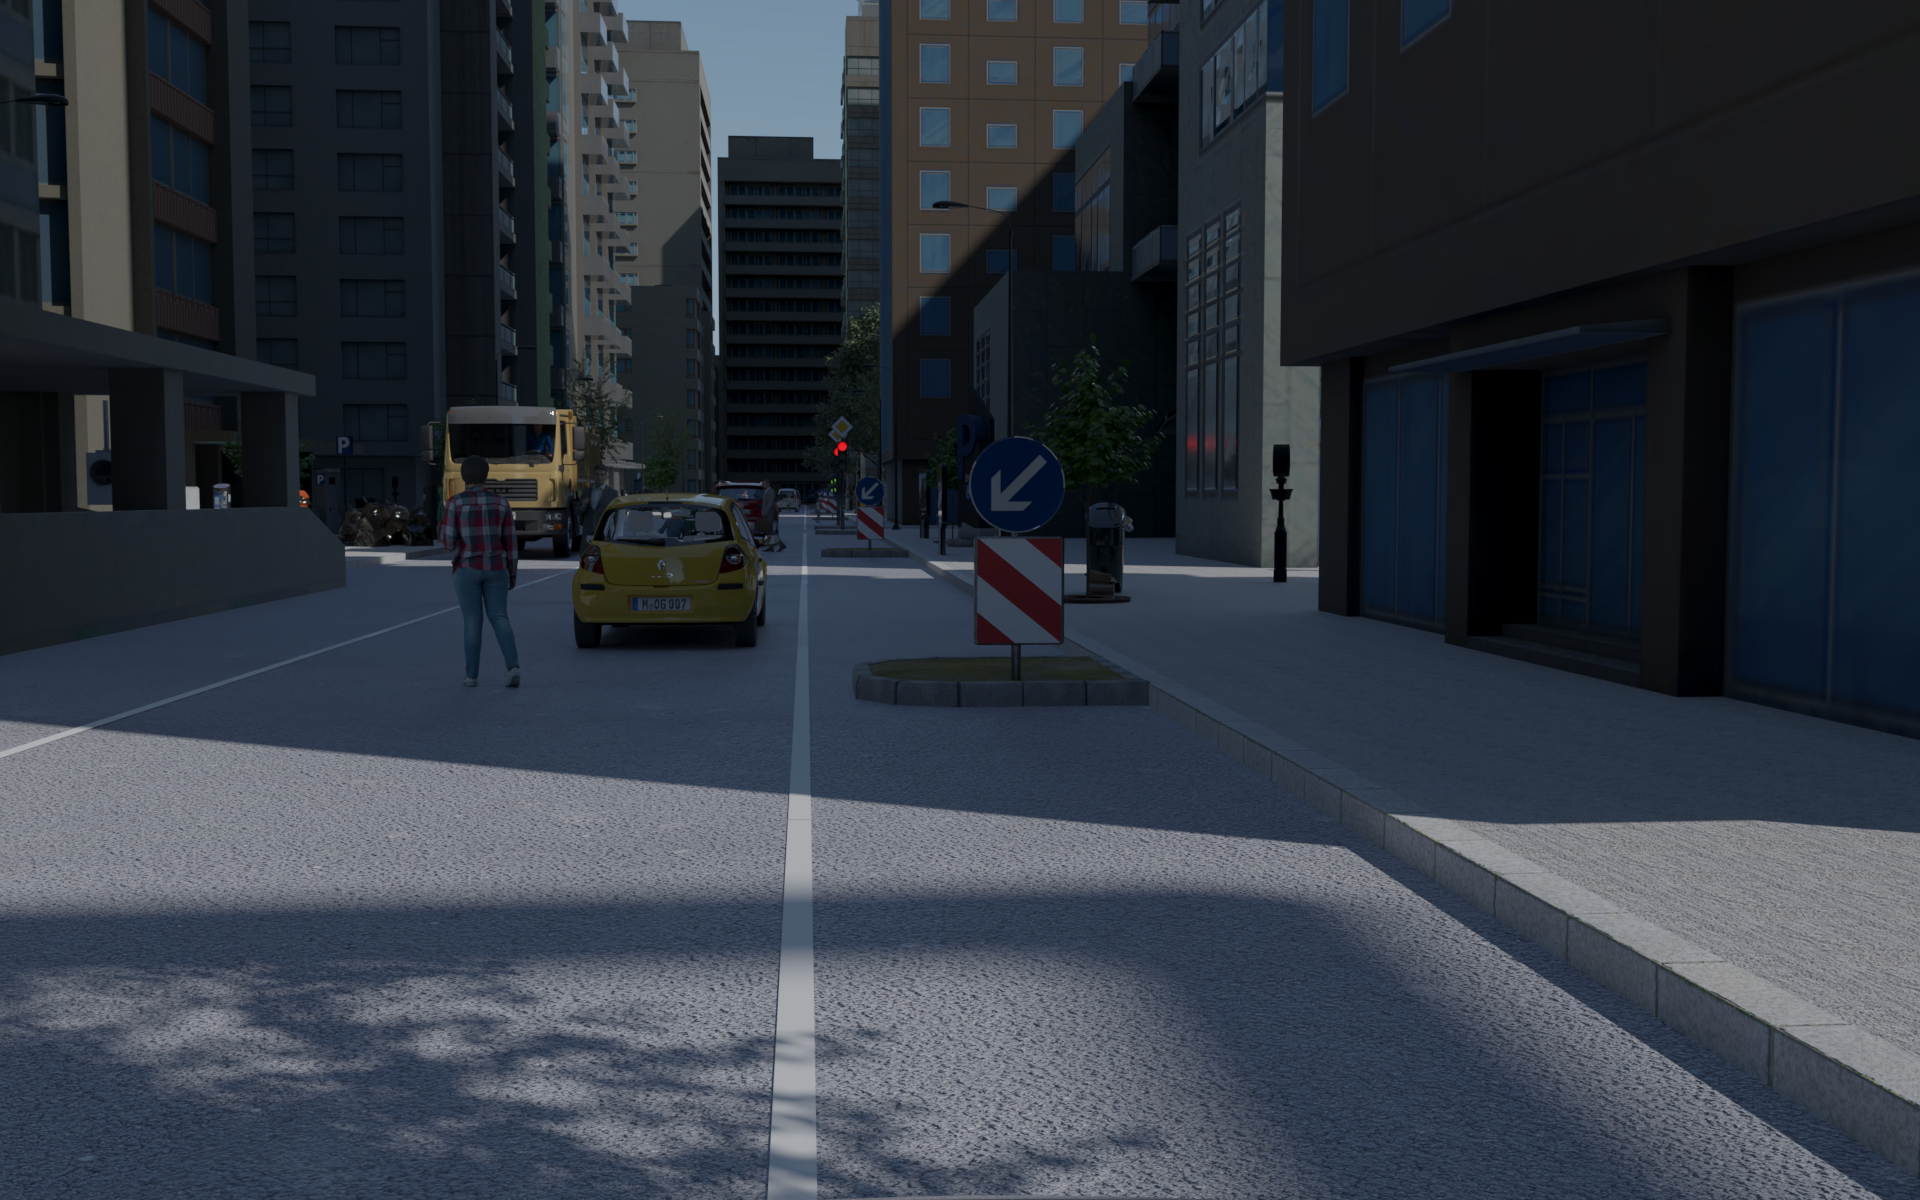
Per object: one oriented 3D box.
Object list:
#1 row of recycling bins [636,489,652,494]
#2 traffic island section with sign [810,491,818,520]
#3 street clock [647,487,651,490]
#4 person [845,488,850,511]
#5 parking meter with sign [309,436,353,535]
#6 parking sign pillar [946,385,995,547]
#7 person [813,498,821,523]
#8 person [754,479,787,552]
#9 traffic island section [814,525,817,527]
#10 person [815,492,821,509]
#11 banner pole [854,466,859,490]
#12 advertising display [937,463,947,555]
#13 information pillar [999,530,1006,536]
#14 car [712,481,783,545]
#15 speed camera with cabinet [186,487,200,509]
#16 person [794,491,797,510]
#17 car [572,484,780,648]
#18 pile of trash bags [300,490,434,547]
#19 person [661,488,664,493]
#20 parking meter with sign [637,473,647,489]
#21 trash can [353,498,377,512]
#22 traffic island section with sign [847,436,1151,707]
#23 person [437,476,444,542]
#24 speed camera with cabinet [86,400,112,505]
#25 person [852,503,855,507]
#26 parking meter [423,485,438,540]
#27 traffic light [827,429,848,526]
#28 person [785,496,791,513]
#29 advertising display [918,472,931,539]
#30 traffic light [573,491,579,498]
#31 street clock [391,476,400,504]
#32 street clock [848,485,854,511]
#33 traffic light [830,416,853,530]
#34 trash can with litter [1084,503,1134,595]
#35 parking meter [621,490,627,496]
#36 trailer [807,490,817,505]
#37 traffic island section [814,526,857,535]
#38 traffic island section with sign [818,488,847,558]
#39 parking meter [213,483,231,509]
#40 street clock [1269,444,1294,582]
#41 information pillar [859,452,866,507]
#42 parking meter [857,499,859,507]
[{"bbox_3d":[-24.090,-7.625,131.781,1.069,1.692,3.534,0,4,-2],"label":"row of recycling bins"},{"bbox_3d":[-7.133,-5.299,95.271,1.989,1.847,2.006,0,4,-5],"label":"traffic island section with sign"},{"bbox_3d":[-24.267,-8.023,135.753,0.471,2.002,0.358,2,4,27],"label":"street clock"},{"bbox_3d":[-8.636,-7.687,132.270,0.362,1.759,0.519,-2,4,-26],"label":"person"},{"bbox_3d":[-18.741,-3.365,51.285,0.543,3.016,1.738,1,4,18],"label":"parking meter with sign"},{"bbox_3d":[0.390,-3.294,42.328,1.447,3.967,1.447,-2,4,-23],"label":"parking sign pillar"},{"bbox_3d":[-7.170,-4.475,86.687,0.382,1.210,0.505,-1,4,-10],"label":"person"},{"bbox_3d":[-4.761,-2.107,43.067,0.853,1.813,0.709,-1,4,-22],"label":"person"},{"bbox_3d":[-4.912,-2.935,70.266,2.009,0.180,2.903,0,4,-5],"label":"traffic island section"},{"bbox_3d":[-13.925,-9.779,169.860,0.593,1.643,0.415,-2,4,-26],"label":"person"},{"bbox_3d":[-7.670,-8.695,132.181,0.863,3.779,0.401,-1,4,-12],"label":"banner pole"},{"bbox_3d":[-0.379,-1.921,36.621,0.123,1.923,0.974,0,4,-7],"label":"advertising display"},{"bbox_3d":[0.953,-1.765,33.343,0.304,2.012,0.304,2,4,32],"label":"information pillar"},{"bbox_3d":[-6.244,-2.515,49.798,2.281,1.827,5.304,0,4,-5],"label":"car"},{"bbox_3d":[-17.731,-2.727,38.917,0.660,3.252,2.038,0,4,-6],"label":"speed camera with cabinet"},{"bbox_3d":[-15.175,-9.140,158.749,0.445,1.727,0.742,-2,4,-35],"label":"person"},{"bbox_3d":[-2.861,-0.452,17.615,2.015,1.641,3.980,0,4,-5],"label":"car"},{"bbox_3d":[-14.818,-2.006,42.552,3.447,1.369,1.912,-2,4,-34],"label":"pile of trash bags"},{"bbox_3d":[-16.718,-5.439,97.999,0.524,1.755,0.480,-2,4,-24],"label":"person"},{"bbox_3d":[-25.608,-8.922,142.142,0.543,3.016,1.738,3,5,45],"label":"parking meter with sign"},{"bbox_3d":[-20.136,-2.874,58.648,0.748,1.137,0.748,0,3,0],"label":"trash can"},{"bbox_3d":[0.221,-0.243,12.605,1.989,1.847,2.006,0,4,-5],"label":"traffic island section with sign"},{"bbox_3d":[-13.680,-2.434,46.079,0.529,1.795,0.600,1,4,17],"label":"person"},{"bbox_3d":[-18.603,-2.560,36.197,2.038,3.252,0.660,-1,4,-18],"label":"speed camera with cabinet"},{"bbox_3d":[-7.141,-6.831,123.225,1.012,1.151,0.738,0,4,6],"label":"person"},{"bbox_3d":[-14.761,-2.440,48.309,0.372,1.533,0.369,0,3,0],"label":"parking meter"},{"bbox_3d":[-4.952,-4.968,70.148,0.839,4.253,0.868,0,4,-5],"label":"traffic light"},{"bbox_3d":[-12.942,-7.192,130.339,0.306,1.304,0.590,-3,5,-41],"label":"person"},{"bbox_3d":[-1.032,-2.746,50.118,0.123,1.923,0.974,-1,4,-15],"label":"advertising display"},{"bbox_3d":[-15.471,-4.910,69.199,0.839,4.253,0.868,0,4,-5],"label":"traffic light"},{"bbox_3d":[-22.804,-4.000,69.963,0.358,2.002,0.471,-1,4,-15],"label":"street clock"},{"bbox_3d":[-8.472,-7.970,134.882,0.471,2.002,0.358,1,4,22],"label":"street clock"},{"bbox_3d":[-4.244,-4.482,62.194,0.839,4.253,0.868,0,4,-5],"label":"traffic light"},{"bbox_3d":[1.912,-0.667,22.290,0.624,1.170,1.055,0,4,7],"label":"trash can with litter"},{"bbox_3d":[-19.635,-5.676,101.211,0.372,1.533,0.369,0,3,0],"label":"parking meter"},{"bbox_3d":[-18.684,-12.992,219.459,1.471,1.999,3.904,0,4,-6],"label":"trailer"},{"bbox_3d":[-4.203,-2.448,62.312,2.009,0.180,2.903,0,4,-5],"label":"traffic island section"},{"bbox_3d":[-2.212,-1.919,39.996,1.989,1.847,2.006,0,4,-5],"label":"traffic island section with sign"},{"bbox_3d":[-17.387,-1.982,40.823,0.372,1.533,0.369,0,3,0],"label":"parking meter"},{"bbox_3d":[4.666,-1.261,25.180,0.358,2.002,0.471,1,4,14],"label":"street clock"},{"bbox_3d":[-5.399,-6.381,95.679,0.183,3.616,0.504,2,4,31],"label":"information pillar"},{"bbox_3d":[-6.930,-6.949,119.325,0.399,1.863,0.255,-2,4,-32],"label":"parking meter"}]
